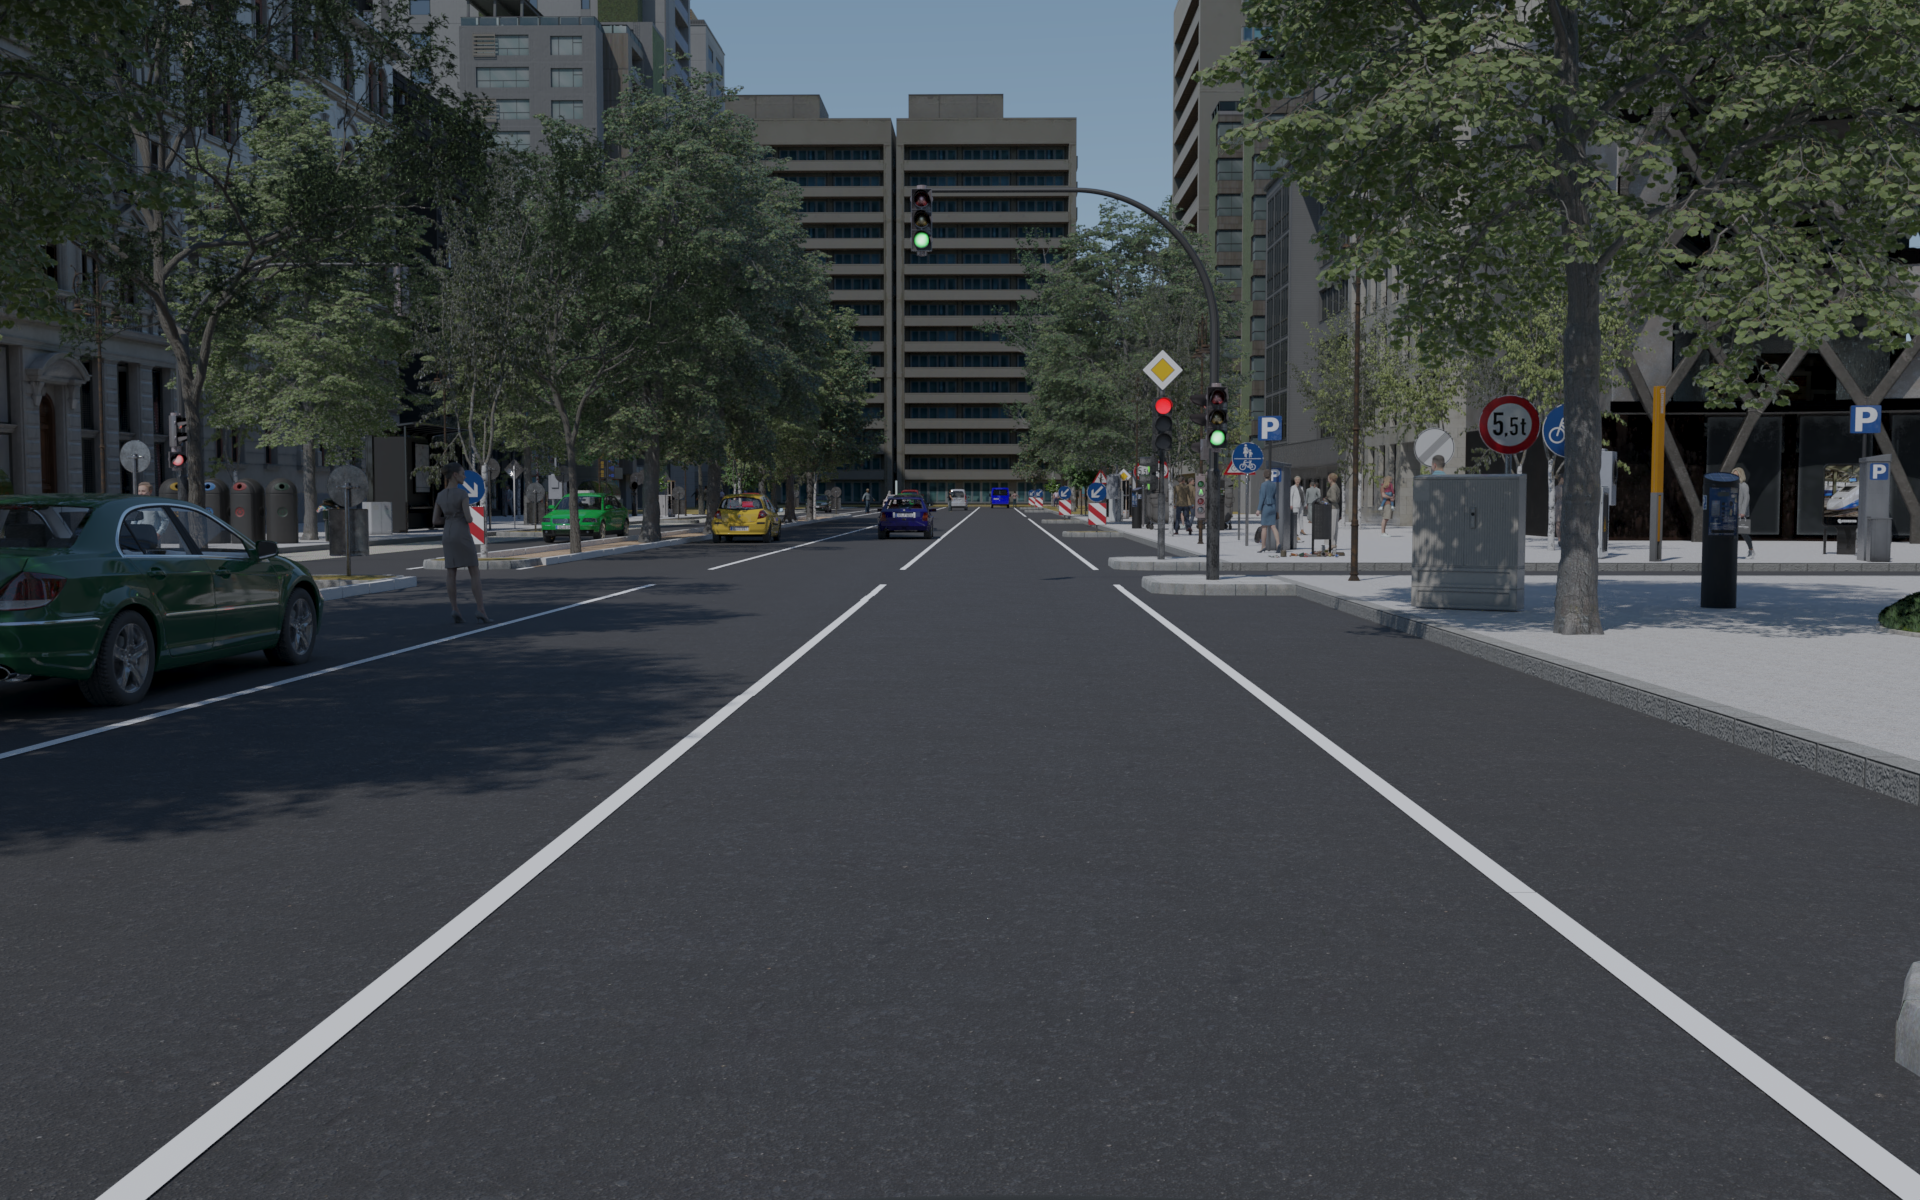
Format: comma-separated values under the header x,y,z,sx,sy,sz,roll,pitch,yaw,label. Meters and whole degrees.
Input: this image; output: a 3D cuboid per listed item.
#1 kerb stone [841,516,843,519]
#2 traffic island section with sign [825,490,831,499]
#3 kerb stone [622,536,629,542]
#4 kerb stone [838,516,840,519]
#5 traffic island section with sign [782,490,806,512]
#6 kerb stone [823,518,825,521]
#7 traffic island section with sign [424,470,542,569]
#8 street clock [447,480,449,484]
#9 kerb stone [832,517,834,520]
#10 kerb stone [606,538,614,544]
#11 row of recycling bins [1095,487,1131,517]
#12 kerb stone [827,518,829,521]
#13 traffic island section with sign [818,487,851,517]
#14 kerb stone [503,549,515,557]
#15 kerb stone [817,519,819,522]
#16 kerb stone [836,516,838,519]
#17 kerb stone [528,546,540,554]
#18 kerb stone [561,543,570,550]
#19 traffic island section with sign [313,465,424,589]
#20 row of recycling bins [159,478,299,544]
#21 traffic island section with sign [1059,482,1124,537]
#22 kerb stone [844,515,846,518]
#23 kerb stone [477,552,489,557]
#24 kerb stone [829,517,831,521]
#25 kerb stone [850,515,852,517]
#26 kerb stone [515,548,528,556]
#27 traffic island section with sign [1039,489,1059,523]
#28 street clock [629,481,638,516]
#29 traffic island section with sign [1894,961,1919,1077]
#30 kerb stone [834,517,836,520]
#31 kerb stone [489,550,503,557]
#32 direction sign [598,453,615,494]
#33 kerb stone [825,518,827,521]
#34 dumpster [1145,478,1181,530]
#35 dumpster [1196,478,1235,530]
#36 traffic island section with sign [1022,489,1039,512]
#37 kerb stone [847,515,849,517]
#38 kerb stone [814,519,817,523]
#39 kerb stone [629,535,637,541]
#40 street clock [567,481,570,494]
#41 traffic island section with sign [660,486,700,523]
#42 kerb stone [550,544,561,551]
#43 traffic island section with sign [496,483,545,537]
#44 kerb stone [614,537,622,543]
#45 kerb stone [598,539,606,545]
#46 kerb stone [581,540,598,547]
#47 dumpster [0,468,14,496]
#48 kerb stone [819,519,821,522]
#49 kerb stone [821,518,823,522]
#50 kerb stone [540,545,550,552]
x,y,z,sx,sy,sz,roll,pitch,yaw,label
-7.016,-4.743,99.767,0.120,0.150,1.000,0,4,1,kerb stone
-12.384,-9.442,163.002,1.989,1.847,2.006,0,4,1,traffic island section with sign
-10.109,-1.802,51.654,0.120,0.150,1.000,0,4,1,kerb stone
-7.046,-4.619,97.718,0.120,0.150,1.000,0,4,1,kerb stone
-12.941,-7.794,136.052,1.989,1.847,2.006,0,4,1,traffic island section with sign
-7.228,-4.110,89.511,0.120,0.150,1.000,0,4,1,kerb stone
-9.409,-1.573,33.854,2.006,1.907,1.989,0,4,1,traffic island section with sign
-17.081,-3.295,58.449,0.358,2.002,0.471,1,4,16,street clock
-7.114,-4.428,94.643,0.120,0.150,1.000,0,4,1,kerb stone
-10.151,-1.677,49.610,0.120,0.150,1.000,0,4,1,kerb stone
9.241,-5.628,99.127,3.534,1.692,1.069,-3,4,-36,row of recycling bins
-7.185,-4.243,91.567,0.120,0.150,1.000,0,4,1,kerb stone
-7.863,-6.168,108.977,2.006,1.907,1.989,0,4,1,traffic island section with sign
-10.363,-1.050,39.375,0.120,0.150,1.000,0,4,1,kerb stone
-7.285,-3.929,86.441,0.120,0.150,1.000,0,4,1,kerb stone
-7.077,-4.553,96.696,0.120,0.150,1.000,0,4,1,kerb stone
-10.311,-1.175,41.430,0.120,0.150,1.000,0,4,1,kerb stone
-10.261,-1.364,44.499,0.120,0.150,1.000,0,4,1,kerb stone
-9.572,-1.120,26.449,2.006,1.907,1.989,0,4,1,traffic island section with sign
-18.948,-2.311,44.899,3.534,1.692,1.069,0,4,-2,row of recycling bins
4.477,-3.051,58.511,1.989,1.847,2.006,0,4,1,traffic island section with sign
-6.964,-4.870,101.820,0.120,0.150,1.000,0,4,1,kerb stone
-10.406,-0.926,37.331,0.120,0.150,1.000,0,4,1,kerb stone
-7.161,-4.305,92.589,0.120,0.150,1.000,0,4,1,kerb stone
-6.881,-5.120,105.930,0.120,0.150,1.000,0,4,1,kerb stone
-10.336,-1.113,40.397,0.120,0.150,1.000,0,4,1,kerb stone
5.038,-4.699,85.461,1.989,1.847,2.006,0,4,1,traffic island section with sign
-18.763,-5.813,99.617,0.358,2.002,0.471,3,5,42,street clock
3.348,0.290,3.880,1.989,1.847,2.006,0,4,1,traffic island section with sign
-7.093,-4.494,95.668,0.120,0.150,1.000,0,4,1,kerb stone
-10.381,-0.988,38.353,0.120,0.150,1.000,0,4,1,kerb stone
-18.168,-5.933,88.995,0.876,3.537,0.379,0,4,8,direction sign
-7.200,-4.174,90.536,0.120,0.150,1.000,0,4,1,kerb stone
7.386,-3.483,62.709,1.264,1.857,1.865,0,4,1,dumpster
9.250,-3.489,62.797,1.264,1.857,1.865,0,4,1,dumpster
6.072,-7.793,136.039,1.989,1.847,2.006,0,4,1,traffic island section with sign
-6.921,-4.991,103.874,0.120,0.150,1.000,0,4,1,kerb stone
-7.313,-3.864,85.419,0.120,0.150,1.000,0,4,1,kerb stone
-10.079,-1.864,52.676,0.120,0.150,1.000,0,4,1,kerb stone
-19.463,-5.033,86.854,0.358,2.002,0.471,3,4,36,street clock
-13.989,-4.724,85.863,1.989,1.847,2.006,0,4,1,traffic island section with sign
-10.272,-1.302,43.475,0.120,0.150,1.000,0,4,1,kerb stone
-14.533,-3.076,58.913,1.989,1.847,2.006,0,4,1,traffic island section with sign
-10.126,-1.739,50.632,0.120,0.150,1.000,0,4,1,kerb stone
-10.179,-1.614,48.587,0.120,0.150,1.000,0,4,1,kerb stone
-10.189,-1.552,47.565,0.120,0.150,1.000,0,4,1,kerb stone
-20.526,-2.004,35.260,1.502,2.255,1.985,0,4,1,dumpster
-7.268,-3.992,87.463,0.120,0.150,1.000,0,4,1,kerb stone
-7.249,-4.055,88.488,0.120,0.150,1.000,0,4,1,kerb stone
-10.297,-1.238,42.453,0.120,0.150,1.000,0,4,1,kerb stone
